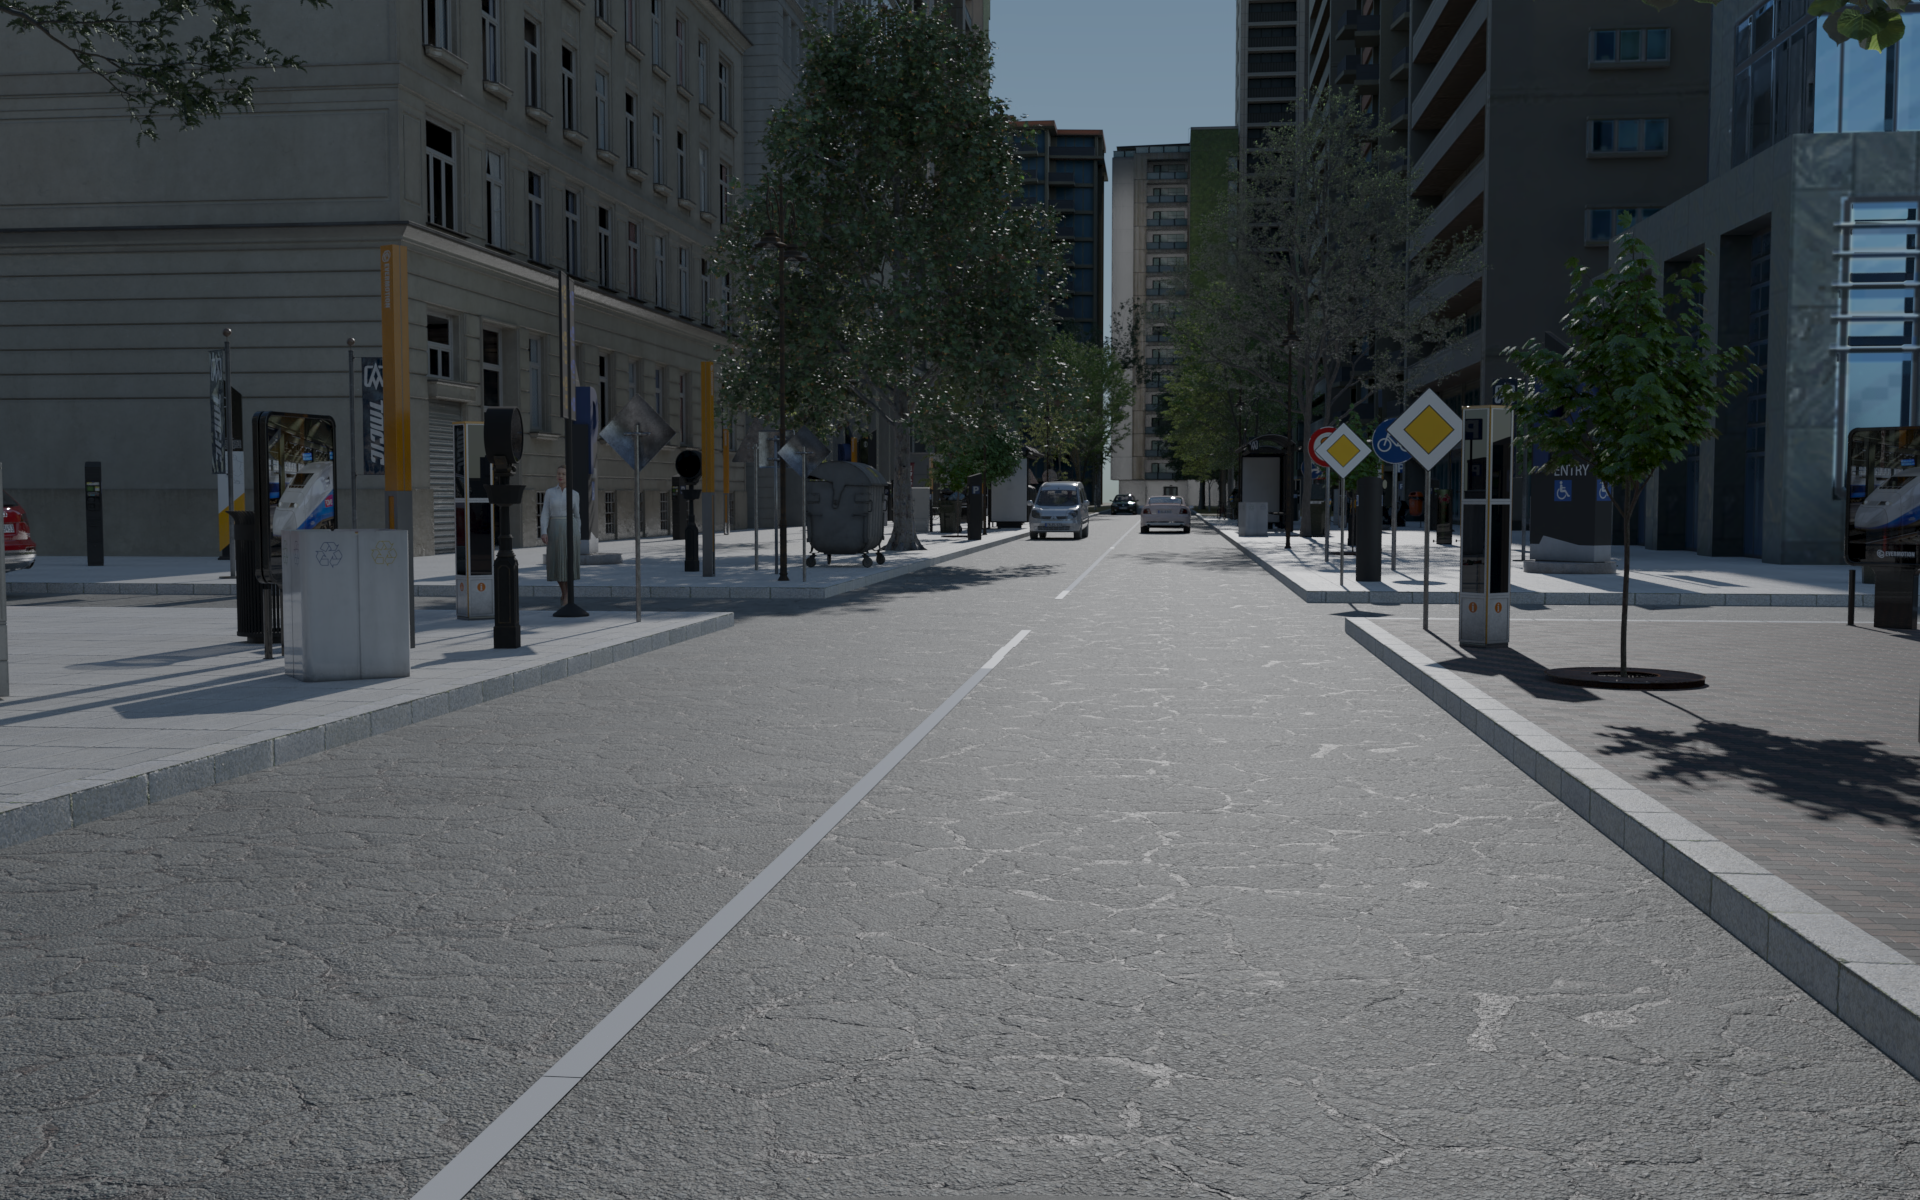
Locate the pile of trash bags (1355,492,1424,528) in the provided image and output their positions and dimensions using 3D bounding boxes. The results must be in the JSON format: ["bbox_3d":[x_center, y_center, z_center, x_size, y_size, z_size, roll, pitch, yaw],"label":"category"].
[{"bbox_3d":[16.820,-3.539,67.610,1.912,1.369,3.447,-2,4,-29],"label":"pile of trash bags"}]

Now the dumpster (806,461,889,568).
[{"bbox_3d":[-2.033,-1.531,30.797,1.264,1.857,1.865,0,4,7],"label":"dumpster"}]

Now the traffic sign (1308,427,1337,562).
[{"bbox_3d":[6.963,-2.000,32.801,0.768,2.556,0.104,0,4,8],"label":"traffic sign"}]

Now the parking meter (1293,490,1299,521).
[{"bbox_3d":[15.861,-4.503,82.035,0.372,1.533,0.369,0,3,0],"label":"parking meter"}]

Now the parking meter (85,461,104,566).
[{"bbox_3d":[-15.454,-1.542,30.919,0.255,1.863,0.399,-2,4,-24],"label":"parking meter"}]

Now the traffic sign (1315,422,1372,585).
[{"bbox_3d":[5.367,-1.264,24.307,0.795,2.450,0.064,0,4,7],"label":"traffic sign"}]

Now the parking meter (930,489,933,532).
[{"bbox_3d":[-1.102,-3.074,58.670,0.372,1.533,0.369,0,3,0],"label":"parking meter"}]

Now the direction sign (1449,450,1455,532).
[{"bbox_3d":[16.708,-4.099,59.018,0.379,3.537,0.876,1,4,20],"label":"direction sign"}]

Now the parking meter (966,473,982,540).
[{"bbox_3d":[0.390,-2.607,48.337,0.399,1.863,0.255,-1,4,-18],"label":"parking meter"}]

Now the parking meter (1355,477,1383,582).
[{"bbox_3d":[6.006,-1.040,25.423,0.372,1.533,0.369,0,3,0],"label":"parking meter"}]

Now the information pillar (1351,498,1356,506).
[{"bbox_3d":[13.333,-4.120,58.709,0.183,3.616,0.504,0,4,3],"label":"information pillar"}]

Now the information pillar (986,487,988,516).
[{"bbox_3d":[1.394,-5.827,99.768,0.304,2.012,0.304,3,4,37],"label":"information pillar"}]

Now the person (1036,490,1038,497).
[{"bbox_3d":[8.163,-10.576,181.517,0.705,1.812,1.348,-1,4,-10],"label":"person"}]

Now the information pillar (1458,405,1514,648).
[{"bbox_3d":[4.408,-0.613,14.516,0.304,2.012,0.304,-2,4,-33],"label":"information pillar"}]

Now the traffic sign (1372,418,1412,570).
[{"bbox_3d":[7.287,-1.769,29.031,0.768,2.556,0.104,1,4,14],"label":"traffic sign"}]

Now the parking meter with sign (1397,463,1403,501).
[{"bbox_3d":[24.577,-6.128,96.460,0.543,3.016,1.738,1,4,12],"label":"parking meter with sign"}]

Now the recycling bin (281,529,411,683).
[{"bbox_3d":[-4.337,0.020,12.228,0.722,1.027,0.722,-2,4,-32],"label":"recycling bin"}]

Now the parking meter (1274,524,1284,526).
[{"bbox_3d":[12.530,-3.808,67.973,0.399,1.863,0.255,0,4,-1],"label":"parking meter"}]

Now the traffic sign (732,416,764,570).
[{"bbox_3d":[-3.419,-1.776,29.040,0.884,2.594,0.081,1,4,15],"label":"traffic sign"}]

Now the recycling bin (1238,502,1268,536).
[{"bbox_3d":[9.008,-2.489,53.245,0.722,1.027,0.722,-1,4,-10],"label":"recycling bin"}]

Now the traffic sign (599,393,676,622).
[{"bbox_3d":[-3.221,-0.836,17.311,0.795,2.450,0.064,0,4,7],"label":"traffic sign"}]

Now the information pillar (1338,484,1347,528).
[{"bbox_3d":[14.567,-3.755,65.892,0.304,2.012,0.304,1,4,17],"label":"information pillar"}]

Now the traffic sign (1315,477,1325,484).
[{"bbox_3d":[12.773,-3.801,62.146,0.884,2.594,0.081,1,4,12],"label":"traffic sign"}]

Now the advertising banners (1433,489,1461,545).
[{"bbox_3d":[12.801,-2.891,43.455,0.090,3.025,2.074,-3,5,-41],"label":"advertising banners"}]

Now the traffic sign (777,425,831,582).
[{"bbox_3d":[-2.270,-1.321,25.240,0.795,2.450,0.064,0,4,7],"label":"traffic sign"}]

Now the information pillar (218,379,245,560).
[{"bbox_3d":[-14.183,-2.587,33.645,0.504,3.616,0.183,-1,4,-14],"label":"information pillar"}]

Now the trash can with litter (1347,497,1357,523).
[{"bbox_3d":[17.387,-3.971,76.316,0.624,1.170,1.055,-1,4,-14],"label":"trash can with litter"}]

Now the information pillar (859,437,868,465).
[{"bbox_3d":[-3.465,-4.337,62.267,0.183,3.616,0.504,2,4,32],"label":"information pillar"}]

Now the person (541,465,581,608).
[{"bbox_3d":[-5.017,-0.804,21.876,0.478,1.798,0.641,0,4,-1],"label":"person"}]

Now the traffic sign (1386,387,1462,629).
[{"bbox_3d":[4.416,-0.779,16.378,0.795,2.450,0.064,0,4,7],"label":"traffic sign"}]

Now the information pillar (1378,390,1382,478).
[{"bbox_3d":[9.391,-2.902,38.796,0.183,3.616,0.504,1,4,12],"label":"information pillar"}]

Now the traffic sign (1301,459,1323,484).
[{"bbox_3d":[11.977,-3.594,58.873,0.768,2.556,0.104,1,4,13],"label":"traffic sign"}]

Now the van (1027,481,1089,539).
[{"bbox_3d":[3.233,-3.002,56.096,2.013,2.044,4.112,1,4,9],"label":"van"}]

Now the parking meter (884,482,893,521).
[{"bbox_3d":[-3.397,-4.685,82.308,0.399,1.863,0.255,3,4,37],"label":"parking meter"}]

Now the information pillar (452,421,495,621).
[{"bbox_3d":[-4.958,-0.806,17.678,0.304,2.012,0.304,-3,5,-40],"label":"information pillar"}]

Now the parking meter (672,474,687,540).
[{"bbox_3d":[-7.878,-2.622,48.579,0.255,1.863,0.399,2,4,28],"label":"parking meter"}]

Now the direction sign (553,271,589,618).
[{"bbox_3d":[-4.083,-1.595,18.071,0.379,3.537,0.876,0,4,-4],"label":"direction sign"}]

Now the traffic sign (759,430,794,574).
[{"bbox_3d":[-2.931,-1.559,27.625,0.606,2.300,0.079,1,4,16],"label":"traffic sign"}]

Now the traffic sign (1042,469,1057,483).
[{"bbox_3d":[4.609,-5.451,89.225,0.768,2.556,0.104,0,4,8],"label":"traffic sign"}]

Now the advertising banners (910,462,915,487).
[{"bbox_3d":[-3.469,-6.096,95.851,2.074,3.025,0.090,1,4,20],"label":"advertising banners"}]

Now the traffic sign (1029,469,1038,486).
[{"bbox_3d":[3.541,-5.397,88.248,0.884,2.594,0.081,1,4,10],"label":"traffic sign"}]

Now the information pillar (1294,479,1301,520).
[{"bbox_3d":[16.904,-5.048,87.028,0.304,2.012,0.304,-1,4,-19],"label":"information pillar"}]

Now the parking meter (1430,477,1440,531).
[{"bbox_3d":[16.621,-3.367,60.756,0.255,1.863,0.399,-1,4,-17],"label":"parking meter"}]
